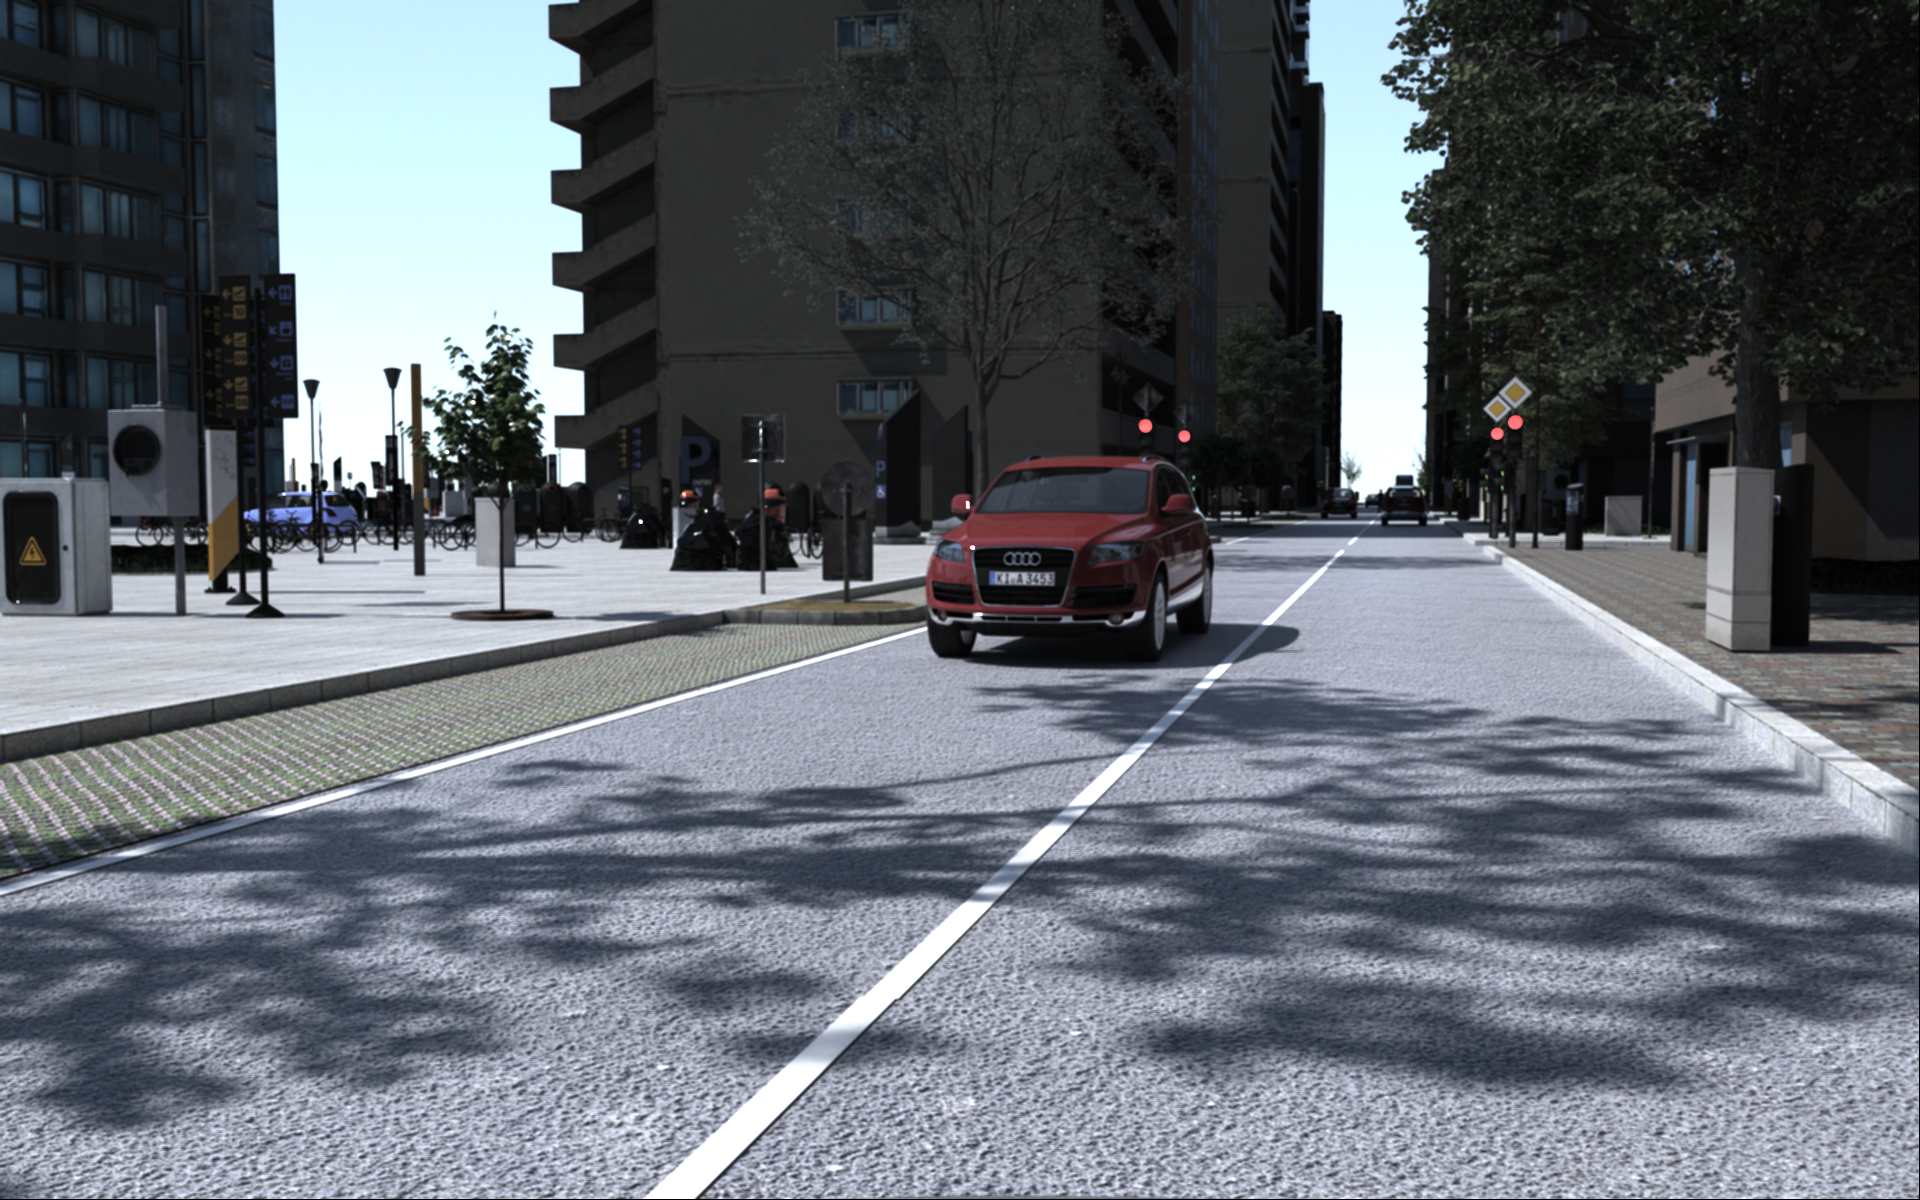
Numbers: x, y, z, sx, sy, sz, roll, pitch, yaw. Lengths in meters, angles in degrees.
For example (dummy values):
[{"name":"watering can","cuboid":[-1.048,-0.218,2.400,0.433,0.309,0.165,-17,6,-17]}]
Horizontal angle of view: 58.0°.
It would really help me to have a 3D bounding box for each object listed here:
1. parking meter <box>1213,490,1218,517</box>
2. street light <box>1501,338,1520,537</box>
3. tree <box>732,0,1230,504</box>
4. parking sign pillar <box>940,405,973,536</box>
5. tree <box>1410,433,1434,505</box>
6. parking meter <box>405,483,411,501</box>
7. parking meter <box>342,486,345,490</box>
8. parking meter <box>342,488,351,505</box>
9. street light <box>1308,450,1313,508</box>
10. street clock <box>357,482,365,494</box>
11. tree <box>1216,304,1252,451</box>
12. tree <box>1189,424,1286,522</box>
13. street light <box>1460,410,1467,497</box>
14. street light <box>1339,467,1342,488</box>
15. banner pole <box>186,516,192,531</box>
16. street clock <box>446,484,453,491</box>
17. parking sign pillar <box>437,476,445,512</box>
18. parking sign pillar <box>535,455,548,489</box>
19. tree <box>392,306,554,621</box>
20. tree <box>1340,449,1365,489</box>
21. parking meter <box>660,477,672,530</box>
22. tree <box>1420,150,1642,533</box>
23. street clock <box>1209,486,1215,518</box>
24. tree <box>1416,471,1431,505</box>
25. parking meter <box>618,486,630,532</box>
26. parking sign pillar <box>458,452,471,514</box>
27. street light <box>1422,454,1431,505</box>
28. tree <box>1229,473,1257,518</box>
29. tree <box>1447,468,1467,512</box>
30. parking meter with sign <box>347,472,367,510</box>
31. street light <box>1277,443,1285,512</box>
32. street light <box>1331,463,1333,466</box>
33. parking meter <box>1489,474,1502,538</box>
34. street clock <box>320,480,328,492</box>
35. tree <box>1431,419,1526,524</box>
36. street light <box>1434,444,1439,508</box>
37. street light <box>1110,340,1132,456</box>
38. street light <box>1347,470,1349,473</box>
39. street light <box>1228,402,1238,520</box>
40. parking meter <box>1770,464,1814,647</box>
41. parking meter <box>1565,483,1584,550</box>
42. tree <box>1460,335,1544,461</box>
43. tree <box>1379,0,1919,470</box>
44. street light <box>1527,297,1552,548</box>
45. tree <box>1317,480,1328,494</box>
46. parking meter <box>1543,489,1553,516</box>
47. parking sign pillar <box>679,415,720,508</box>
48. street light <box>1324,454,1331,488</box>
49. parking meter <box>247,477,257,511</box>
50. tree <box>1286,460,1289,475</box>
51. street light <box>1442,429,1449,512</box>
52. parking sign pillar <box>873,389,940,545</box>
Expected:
[{"name":"parking meter","cuboid":[13.664,-5.119,92.108,0.372,1.533,0.369,0,3,0]},{"name":"street light","cuboid":[16.371,-4.821,51.614,0.468,5.910,1.993,1,4,14]},{"name":"tree","cuboid":[0.502,-7.695,36.176,12.009,13.543,11.850,0,3,0]},{"name":"parking sign pillar","cuboid":[-0.221,-3.955,53.141,1.447,3.967,1.447,3,4,39]},{"name":"tree","cuboid":[55.017,-15.430,202.640,4.360,8.622,3.978,0,3,0]},{"name":"parking meter","cuboid":[-29.061,-5.213,90.951,0.399,1.863,0.255,-2,4,-25]},{"name":"parking meter","cuboid":[-45.988,-7.536,128.932,0.399,1.863,0.255,-3,4,-36]},{"name":"parking meter","cuboid":[-27.478,-4.228,77.542,0.372,1.533,0.369,0,3,0]},{"name":"street light","cuboid":[32.546,-11.506,160.905,0.468,5.910,1.993,1,4,14]},{"name":"street clock","cuboid":[-35.149,-5.940,101.690,0.471,2.002,0.358,-1,4,-21]},{"name":"tree","cuboid":[20.199,-12.719,114.610,9.857,13.997,8.962,0,3,0]},{"name":"tree","cuboid":[12.120,-5.952,81.036,4.285,4.588,4.351,0,3,0]},{"name":"street light","cuboid":[25.218,-6.969,86.724,0.468,5.910,1.993,1,4,14]},{"name":"street light","cuboid":[52.960,-16.401,240.944,0.468,5.910,1.993,1,4,14]},{"name":"banner pole","cuboid":[-26.732,-4.280,59.995,0.401,3.779,0.863,-1,4,-11]},{"name":"street clock","cuboid":[-37.320,-7.471,126.726,0.358,2.002,0.471,3,5,43]},{"name":"parking sign pillar","cuboid":[-37.144,-8.286,123.952,1.447,3.967,1.447,-1,4,-20]},{"name":"parking sign pillar","cuboid":[-28.925,-7.961,118.634,1.447,3.967,1.447,-3,5,-43]},{"name":"tree","cuboid":[-4.743,-1.434,18.049,1.663,3.219,1.824,0,3,0]},{"name":"tree","cuboid":[62.919,-20.103,279.046,4.360,8.622,3.978,0,3,0]},{"name":"parking meter","cuboid":[-9.962,-3.243,58.734,0.399,1.863,0.255,-1,4,-16]},{"name":"tree","cuboid":[19.081,-8.528,57.568,7.486,12.596,7.792,0,3,0]},{"name":"street clock","cuboid":[13.276,-5.294,91.132,0.471,2.002,0.358,3,4,38]},{"name":"tree","cuboid":[57.054,-13.875,210.571,4.285,4.588,4.351,0,3,0]},{"name":"parking meter","cuboid":[-10.861,-2.911,56.009,0.372,1.533,0.369,0,3,0]},{"name":"parking sign pillar","cuboid":[-29.826,-7.133,105.103,1.447,3.967,1.447,2,4,29]},{"name":"street light","cuboid":[55.819,-14.319,206.906,0.468,5.910,1.993,1,4,14]},{"name":"tree","cuboid":[15.525,-6.138,94.959,1.663,3.219,1.824,0,3,0]},{"name":"tree","cuboid":[35.034,-7.858,123.078,1.663,3.219,1.824,0,3,0]},{"name":"parking meter with sign","cuboid":[-47.783,-8.659,137.839,1.738,3.016,0.543,1,4,12]},{"name":"street light","cuboid":[22.608,-9.120,121.894,0.468,5.910,1.993,1,4,14]},{"name":"street light","cuboid":[44.228,-14.310,206.757,0.468,5.910,1.993,1,4,14]},{"name":"parking meter","cuboid":[15.537,-2.731,50.371,0.255,1.863,0.399,1,4,15]},{"name":"street clock","cuboid":[-32.436,-5.125,88.362,0.358,2.002,0.471,0,4,4]},{"name":"tree","cuboid":[22.506,-5.509,73.788,4.285,4.588,4.351,0,3,0]},{"name":"street light","cuboid":[44.145,-11.487,160.595,0.468,5.910,1.993,1,4,14]},{"name":"street light","cuboid":[4.839,-4.854,52.144,0.468,5.910,1.993,1,4,14]},{"name":"street light","cuboid":[61.744,-18.521,275.604,0.468,5.910,1.993,1,4,14]},{"name":"street light","cuboid":[13.717,-6.990,87.069,0.468,5.910,1.993,1,4,14]},{"name":"parking meter","cuboid":[7.010,-0.383,14.679,0.372,1.533,0.369,0,3,0]},{"name":"parking meter","cuboid":[14.036,-1.905,39.553,0.372,1.533,0.369,0,3,0]},{"name":"tree","cuboid":[25.231,-8.004,81.233,4.737,8.622,4.395,0,3,0]},{"name":"tree","cuboid":[8.987,-6.873,19.023,9.857,13.997,8.962,0,3,0]},{"name":"street light","cuboid":[13.607,-4.160,40.801,0.468,5.910,1.993,1,4,14]},{"name":"tree","cuboid":[41.348,-12.563,200.008,1.663,3.219,1.824,0,3,0]},{"name":"parking meter","cuboid":[23.643,-3.745,69.634,0.372,1.533,0.369,0,3,0]},{"name":"parking sign pillar","cuboid":[-8.790,-4.282,58.487,1.447,3.967,1.447,1,4,13]},{"name":"street light","cuboid":[41.233,-13.597,195.104,0.468,5.910,1.993,1,4,14]},{"name":"parking meter","cuboid":[-24.662,-3.343,60.364,0.255,1.863,0.399,-1,4,-16]},{"name":"tree","cuboid":[18.313,-7.449,105.497,4.285,4.588,4.351,0,3,0]},{"name":"street light","cuboid":[35.390,-9.396,126.408,0.468,5.910,1.993,1,4,14]},{"name":"parking sign pillar","cuboid":[-1.587,-3.411,44.239,1.447,3.967,1.447,3,5,40]}]
